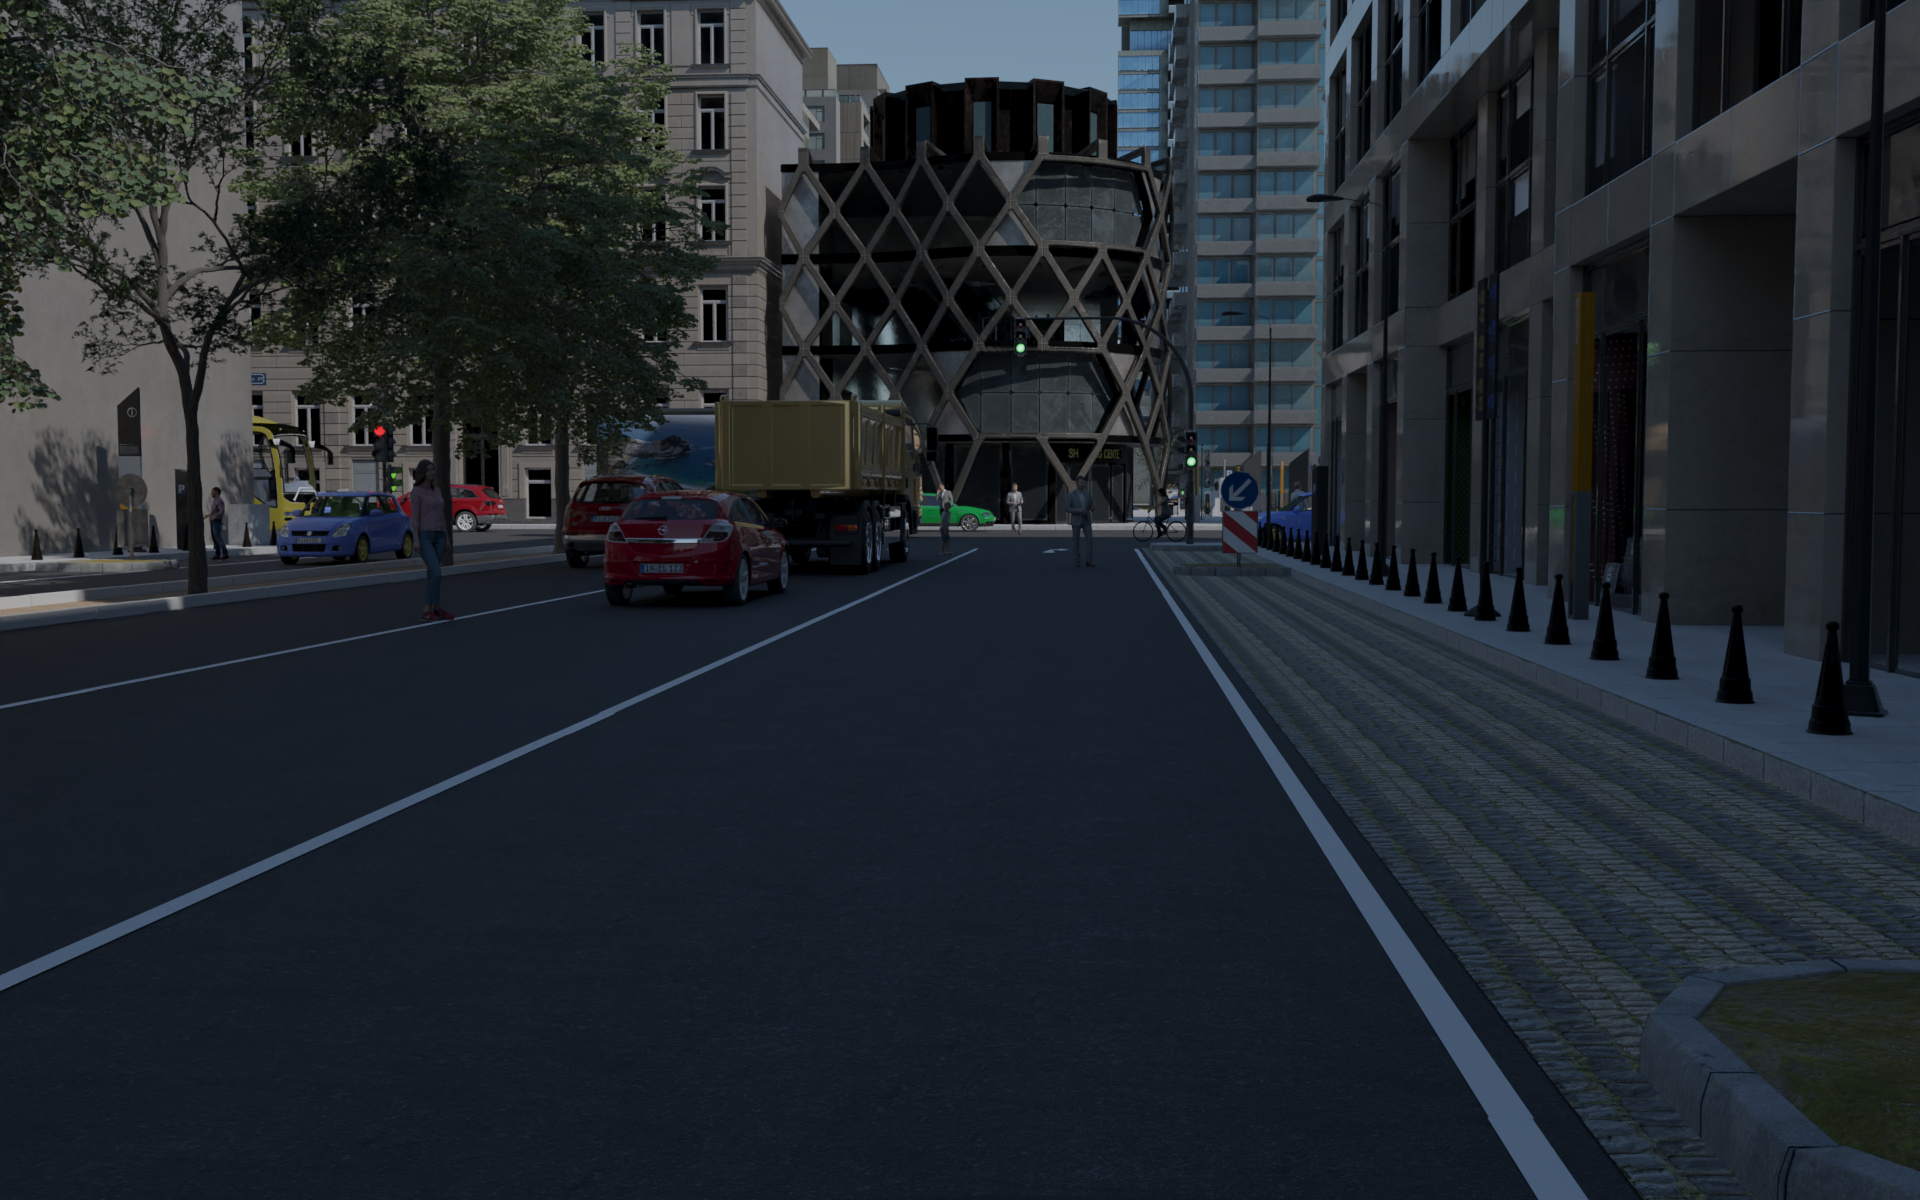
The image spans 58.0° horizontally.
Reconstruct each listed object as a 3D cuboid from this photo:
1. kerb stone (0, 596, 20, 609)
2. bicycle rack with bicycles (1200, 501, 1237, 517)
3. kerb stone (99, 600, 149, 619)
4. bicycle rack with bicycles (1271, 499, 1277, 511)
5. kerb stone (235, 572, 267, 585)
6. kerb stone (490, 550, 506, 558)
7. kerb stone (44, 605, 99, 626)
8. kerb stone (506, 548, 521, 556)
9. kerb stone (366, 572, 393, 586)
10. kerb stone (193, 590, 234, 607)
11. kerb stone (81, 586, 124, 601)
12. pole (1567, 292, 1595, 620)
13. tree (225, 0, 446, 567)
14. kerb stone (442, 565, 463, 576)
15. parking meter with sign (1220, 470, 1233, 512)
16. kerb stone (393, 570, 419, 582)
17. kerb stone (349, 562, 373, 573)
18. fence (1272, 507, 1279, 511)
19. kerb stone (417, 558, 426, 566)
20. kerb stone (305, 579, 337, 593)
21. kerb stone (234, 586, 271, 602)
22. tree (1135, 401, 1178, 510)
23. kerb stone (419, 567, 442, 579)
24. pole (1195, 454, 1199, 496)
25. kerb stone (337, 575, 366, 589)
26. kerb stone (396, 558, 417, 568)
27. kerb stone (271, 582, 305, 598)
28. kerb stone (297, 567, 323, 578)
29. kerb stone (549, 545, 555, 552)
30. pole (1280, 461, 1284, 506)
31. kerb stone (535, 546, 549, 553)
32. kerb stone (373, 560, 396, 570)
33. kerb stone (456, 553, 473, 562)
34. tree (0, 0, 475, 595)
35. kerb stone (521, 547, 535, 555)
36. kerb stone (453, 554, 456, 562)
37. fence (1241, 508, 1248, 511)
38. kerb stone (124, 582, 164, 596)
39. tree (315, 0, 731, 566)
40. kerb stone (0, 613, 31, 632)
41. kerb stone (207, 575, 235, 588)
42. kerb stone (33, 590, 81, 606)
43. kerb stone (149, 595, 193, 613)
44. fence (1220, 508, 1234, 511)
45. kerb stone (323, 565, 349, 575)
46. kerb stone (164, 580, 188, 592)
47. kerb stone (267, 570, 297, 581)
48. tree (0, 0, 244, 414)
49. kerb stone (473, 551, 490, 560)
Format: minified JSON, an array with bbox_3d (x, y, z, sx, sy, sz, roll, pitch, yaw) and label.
[{"bbox_3d":[-11.892,0.052,21.480,0.120,0.150,1.000,0,4,5],"label":"kerb stone"},{"bbox_3d":[14.410,-5.061,96.126,2.852,0.926,2.925,1,4,20],"label":"bicycle rack with bicycles"},{"bbox_3d":[-9.872,0.115,20.309,0.120,0.150,1.000,0,4,5],"label":"kerb stone"},{"bbox_3d":[19.083,-6.019,111.785,2.925,0.926,2.852,-1,4,-11],"label":"bicycle rack with bicycles"},{"bbox_3d":[-11.396,-0.333,27.637,0.120,0.150,1.000,0,4,5],"label":"kerb stone"},{"bbox_3d":[-10.483,-1.020,38.898,0.120,0.150,1.000,0,4,5],"label":"kerb stone"},{"bbox_3d":[-9.964,0.178,19.284,0.120,0.150,1.000,0,4,5],"label":"kerb stone"},{"bbox_3d":[-10.405,-1.084,39.926,0.120,0.150,1.000,0,4,5],"label":"kerb stone"},{"bbox_3d":[-9.301,-0.322,27.475,0.120,0.150,1.000,0,4,5],"label":"kerb stone"},{"bbox_3d":[-9.718,-0.010,22.354,0.120,0.150,1.000,0,4,5],"label":"kerb stone"},{"bbox_3d":[-11.728,-0.082,23.532,0.120,0.150,1.000,0,4,5],"label":"kerb stone"},{"bbox_3d":[6.330,-1.455,17.639,0.158,3.312,0.155,0,3,0],"label":"pole"},{"bbox_3d":[-9.592,-6.810,31.926,7.486,12.596,7.792,0,3,0],"label":"tree"},{"bbox_3d":[-9.051,-0.511,30.557,0.120,0.150,1.000,0,4,5],"label":"kerb stone"},{"bbox_3d":[19.129,-7.845,124.527,0.543,3.016,1.738,2,4,25],"label":"parking meter with sign"},{"bbox_3d":[-9.209,-0.386,28.512,0.120,0.150,1.000,0,4,5],"label":"kerb stone"},{"bbox_3d":[-11.069,-0.581,31.734,0.120,0.150,1.000,0,4,5],"label":"kerb stone"},{"bbox_3d":[14.820,-4.017,81.060,0.278,0.683,2.069,-1,4,-20],"label":"fence"},{"bbox_3d":[-10.813,-0.772,34.810,0.120,0.150,1.000,0,4,5],"label":"kerb stone"},{"bbox_3d":[-9.469,-0.198,25.425,0.120,0.150,1.000,0,4,5],"label":"kerb stone"},{"bbox_3d":[-9.637,-0.072,23.376,0.120,0.150,1.000,0,4,5],"label":"kerb stone"},{"bbox_3d":[15.433,-11.439,137.385,4.360,8.622,3.978,0,3,0],"label":"tree"},{"bbox_3d":[-9.130,-0.444,29.535,0.120,0.150,1.000,0,4,5],"label":"kerb stone"},{"bbox_3d":[12.074,-5.775,88.261,0.158,3.312,0.155,0,3,0],"label":"pole"},{"bbox_3d":[-9.381,-0.260,26.446,0.120,0.150,1.000,0,4,5],"label":"kerb stone"},{"bbox_3d":[-10.904,-0.709,33.789,0.120,0.150,1.000,0,4,5],"label":"kerb stone"},{"bbox_3d":[-9.547,-0.135,24.399,0.120,0.150,1.000,0,4,5],"label":"kerb stone"},{"bbox_3d":[-11.237,-0.455,29.681,0.120,0.150,1.000,0,4,5],"label":"kerb stone"},{"bbox_3d":[-10.147,-1.273,43.003,0.120,0.150,1.000,0,4,5],"label":"kerb stone"},{"bbox_3d":[19.908,-6.929,107.130,0.158,3.312,0.155,0,3,0],"label":"pole"},{"bbox_3d":[-10.235,-1.210,41.977,0.120,0.150,1.000,0,4,5],"label":"kerb stone"},{"bbox_3d":[-10.975,-0.647,32.766,0.120,0.150,1.000,0,4,5],"label":"kerb stone"},{"bbox_3d":[-10.648,-0.897,36.854,0.120,0.150,1.000,0,4,5],"label":"kerb stone"},{"bbox_3d":[-10.678,-5.355,24.421,8.767,10.594,7.601,0,4,5],"label":"tree"},{"bbox_3d":[-10.319,-1.145,40.949,0.120,0.150,1.000,0,4,5],"label":"kerb stone"},{"bbox_3d":[-10.734,-0.834,35.832,0.120,0.150,1.000,0,4,5],"label":"kerb stone"},{"bbox_3d":[14.908,-4.855,90.578,0.480,1.192,2.264,0,4,-5],"label":"fence"},{"bbox_3d":[-11.646,-0.141,24.554,0.120,0.150,1.000,0,4,5],"label":"kerb stone"},{"bbox_3d":[-9.171,-7.287,39.728,7.486,12.596,7.792,0,3,0],"label":"tree"},{"bbox_3d":[-10.045,0.241,18.262,0.120,0.150,1.000,0,4,5],"label":"kerb stone"},{"bbox_3d":[-11.481,-0.267,26.613,0.120,0.150,1.000,0,4,5],"label":"kerb stone"},{"bbox_3d":[-11.810,-0.015,22.502,0.120,0.150,1.000,0,4,5],"label":"kerb stone"},{"bbox_3d":[-9.795,0.057,21.332,0.120,0.150,1.000,0,4,5],"label":"kerb stone"},{"bbox_3d":[17.963,-6.229,117.223,2.069,0.683,0.278,-1,4,-17],"label":"fence"},{"bbox_3d":[-11.153,-0.520,30.703,0.120,0.150,1.000,0,4,5],"label":"kerb stone"},{"bbox_3d":[-11.558,-0.204,25.585,0.120,0.150,1.000,0,4,5],"label":"kerb stone"},{"bbox_3d":[-11.308,-0.394,28.658,0.120,0.150,1.000,0,4,5],"label":"kerb stone"},{"bbox_3d":[-11.465,-6.509,15.540,9.857,13.997,8.962,0,3,0],"label":"tree"},{"bbox_3d":[-10.568,-0.956,37.876,0.120,0.150,1.000,0,4,5],"label":"kerb stone"}]
